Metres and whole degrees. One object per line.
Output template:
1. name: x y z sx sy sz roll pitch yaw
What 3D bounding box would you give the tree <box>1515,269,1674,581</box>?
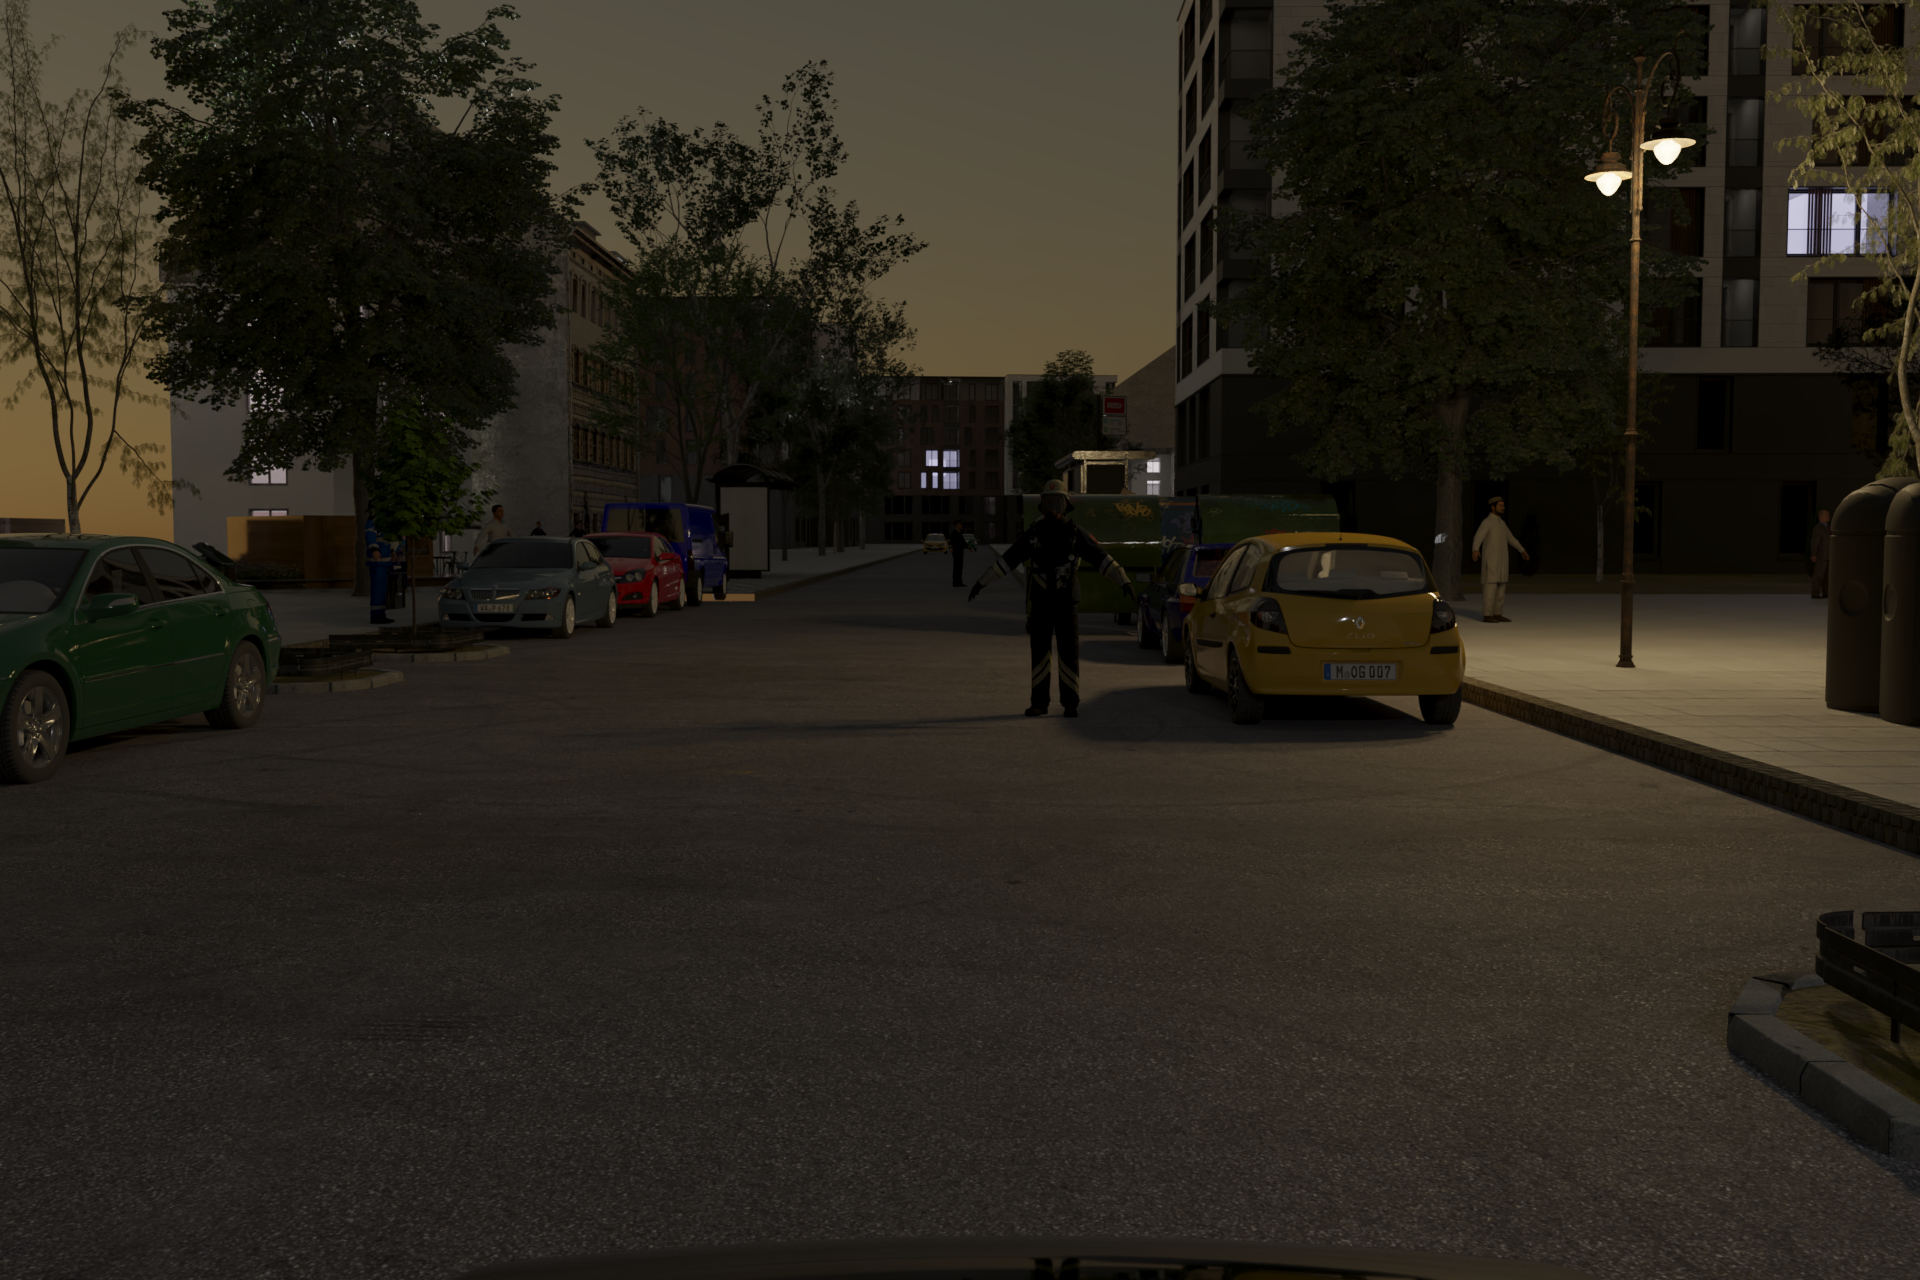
1. tree: 17.207 -5.887 46.610 4.737 8.622 4.395 0 3 0

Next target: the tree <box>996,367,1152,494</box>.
1. tree: 6.451 -9.896 96.213 8.767 10.594 7.601 -1 4 -10

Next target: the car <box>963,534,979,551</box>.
1. car: 0.497 -8.077 143.860 2.131 1.459 4.920 0 4 0

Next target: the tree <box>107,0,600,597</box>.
1. tree: -12.194 -7.869 35.321 9.857 13.997 8.962 0 3 0

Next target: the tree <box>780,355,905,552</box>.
1. tree: -8.507 -13.150 121.652 9.857 13.997 8.962 0 3 0

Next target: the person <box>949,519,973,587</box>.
1. person: -0.023 -2.362 47.012 0.705 1.837 1.347 2 4 26

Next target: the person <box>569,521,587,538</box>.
1. person: -15.244 -3.867 69.413 0.705 1.806 1.347 3 5 42

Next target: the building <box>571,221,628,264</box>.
1. building: -27.567 -15.268 106.051 16.016 20.090 11.380 0 3 0

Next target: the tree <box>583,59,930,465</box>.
1. tree: -7.990 -13.025 68.851 12.611 20.169 13.585 0 3 0

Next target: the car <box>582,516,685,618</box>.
1. car: -6.099 -1.344 31.013 2.155 1.783 4.494 0 4 1

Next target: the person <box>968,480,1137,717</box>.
1. person: 0.738 -0.329 13.619 1.354 1.856 0.705 1 4 17

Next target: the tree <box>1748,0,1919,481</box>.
1. tree: 8.737 -4.007 15.880 4.360 8.622 3.978 0 3 0

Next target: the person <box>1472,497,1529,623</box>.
1. person: 7.786 -1.164 25.120 1.344 1.819 0.704 -3 5 -40

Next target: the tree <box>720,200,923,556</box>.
1. tree: -8.098 -14.940 100.153 12.611 20.169 13.585 0 3 0

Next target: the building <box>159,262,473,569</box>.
1. building: -23.768 -7.677 67.665 9.099 9.664 28.070 0 4 1

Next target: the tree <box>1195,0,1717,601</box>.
1. tree: 9.298 -7.731 33.060 9.857 13.997 8.962 0 3 0

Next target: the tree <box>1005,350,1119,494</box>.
1. tree: 6.540 -11.556 107.063 7.486 12.596 7.792 0 3 0

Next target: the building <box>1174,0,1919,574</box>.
1. building: 22.584 -13.898 71.202 27.936 21.610 32.646 0 4 1

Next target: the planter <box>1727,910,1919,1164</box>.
1. planter: 3.138 1.021 4.447 1.991 0.319 1.994 0 4 1

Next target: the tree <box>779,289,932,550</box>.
1. tree: -8.521 -17.180 136.780 12.611 20.169 13.585 0 3 0

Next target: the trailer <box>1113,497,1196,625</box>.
1. trailer: 3.199 -1.305 28.390 1.471 1.999 3.904 0 4 0

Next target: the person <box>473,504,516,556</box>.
1. person: -8.257 -1.524 31.069 0.704 1.810 1.344 2 4 31

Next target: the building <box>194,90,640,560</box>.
1. building: -28.502 -16.106 94.269 19.493 23.208 18.063 0 3 0

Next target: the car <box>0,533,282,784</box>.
1. car: -6.178 0.022 11.441 2.131 1.459 4.920 0 4 1

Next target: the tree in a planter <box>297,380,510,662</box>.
1. tree in a planter: -6.407 -1.408 20.236 1.991 3.239 1.994 0 4 2

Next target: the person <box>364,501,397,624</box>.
1. person: -8.315 -1.154 24.841 0.704 1.831 1.345 -1 4 -8

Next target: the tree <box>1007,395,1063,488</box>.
1. tree: 6.931 -12.198 125.191 9.928 11.665 9.643 0 3 0

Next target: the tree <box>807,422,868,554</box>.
1. tree: -8.203 -9.889 112.048 4.360 8.622 3.978 0 3 0

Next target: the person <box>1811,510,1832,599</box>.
1. person: 17.192 -1.699 34.368 0.990 1.755 0.434 -2 4 -33

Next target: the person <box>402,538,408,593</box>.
1. person: -12.281 -1.965 37.990 0.705 1.847 1.347 -1 4 -13

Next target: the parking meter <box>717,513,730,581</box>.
1. parking meter: -6.555 -2.566 47.667 0.399 1.863 0.255 0 4 1

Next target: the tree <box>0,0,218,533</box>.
1. tree: -11.951 -4.463 23.335 4.360 8.622 3.978 0 3 0

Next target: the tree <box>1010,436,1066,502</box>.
1. tree: 7.689 -12.606 140.526 7.601 10.594 8.767 -1 4 -13

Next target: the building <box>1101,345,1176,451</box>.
1. building: 25.484 -22.425 197.581 19.493 23.208 18.063 0 4 1

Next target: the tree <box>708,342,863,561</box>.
1. tree: -8.238 -9.097 83.147 8.767 10.594 7.601 2 4 27

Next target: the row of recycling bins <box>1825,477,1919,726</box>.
1. row of recycling bins: 6.753 -0.253 11.254 1.069 1.692 3.534 0 4 1

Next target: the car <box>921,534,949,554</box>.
1. car: -1.748 -6.969 124.169 2.015 1.641 3.980 0 4 1

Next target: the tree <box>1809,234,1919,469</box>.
1. tree: 28.740 -6.981 48.554 8.767 10.594 7.601 1 4 13

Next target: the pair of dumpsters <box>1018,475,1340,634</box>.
1. pair of dumpsters: 3.044 -1.194 24.470 4.436 2.255 1.574 0 4 0

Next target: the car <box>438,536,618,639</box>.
1. car: -6.180 -0.808 25.217 2.014 1.417 4.499 0 4 1

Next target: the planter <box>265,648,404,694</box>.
1. planter: -6.445 0.285 16.484 1.991 0.319 1.994 0 4 0

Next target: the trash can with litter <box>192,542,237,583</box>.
1. trash can with litter: -9.880 -0.742 23.514 1.055 1.170 0.624 0 4 1

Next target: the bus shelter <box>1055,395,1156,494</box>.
1. bus shelter: 3.815 -4.294 47.843 2.179 5.291 8.768 0 4 -1

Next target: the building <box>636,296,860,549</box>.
1. building: -24.732 -19.653 165.294 27.936 21.610 32.646 0 4 1

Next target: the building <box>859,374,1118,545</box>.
1. building: 2.559 -23.669 233.418 32.646 21.610 27.936 0 4 -5

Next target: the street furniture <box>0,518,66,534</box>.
1. street furniture: -27.149 -2.450 46.911 11.010 1.723 9.812 0 4 -7

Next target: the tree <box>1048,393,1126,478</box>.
1. tree: 6.492 -8.509 89.488 4.360 8.622 3.978 0 3 0

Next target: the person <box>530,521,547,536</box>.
1. person: -16.875 -3.871 69.512 0.704 1.802 1.346 2 4 31

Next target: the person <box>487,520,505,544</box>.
1. person: -17.060 -3.578 64.627 1.347 1.817 0.704 1 4 11

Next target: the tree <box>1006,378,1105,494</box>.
1. tree: 6.616 -11.638 116.031 9.928 11.665 9.643 0 3 0

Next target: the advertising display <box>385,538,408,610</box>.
1. advertising display: -9.688 -1.496 29.675 0.123 1.923 0.974 0 4 1

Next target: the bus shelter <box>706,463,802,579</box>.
1. bus shelter: -6.128 -3.562 52.159 2.014 3.302 5.546 0 4 3

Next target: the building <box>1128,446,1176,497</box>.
1. building: 21.181 -13.868 168.889 9.099 9.664 28.070 0 3 0

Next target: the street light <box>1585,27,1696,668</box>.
1. street light: 6.412 -2.674 16.506 0.468 5.910 1.993 0 4 0

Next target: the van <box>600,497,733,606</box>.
1. van: -6.055 -1.932 35.966 2.240 2.365 5.245 0 4 1

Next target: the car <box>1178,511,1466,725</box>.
1. car: 2.894 -0.259 14.452 2.015 1.641 3.980 0 3 0

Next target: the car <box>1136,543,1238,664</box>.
1. car: 3.108 -0.485 20.515 1.945 1.354 3.894 0 4 -1

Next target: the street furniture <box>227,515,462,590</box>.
1. street furniture: -17.123 -2.305 44.549 11.010 1.723 9.812 -3 5 -42

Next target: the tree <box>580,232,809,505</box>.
1. tree: -9.073 -8.133 58.736 9.928 11.665 9.643 0 3 0
